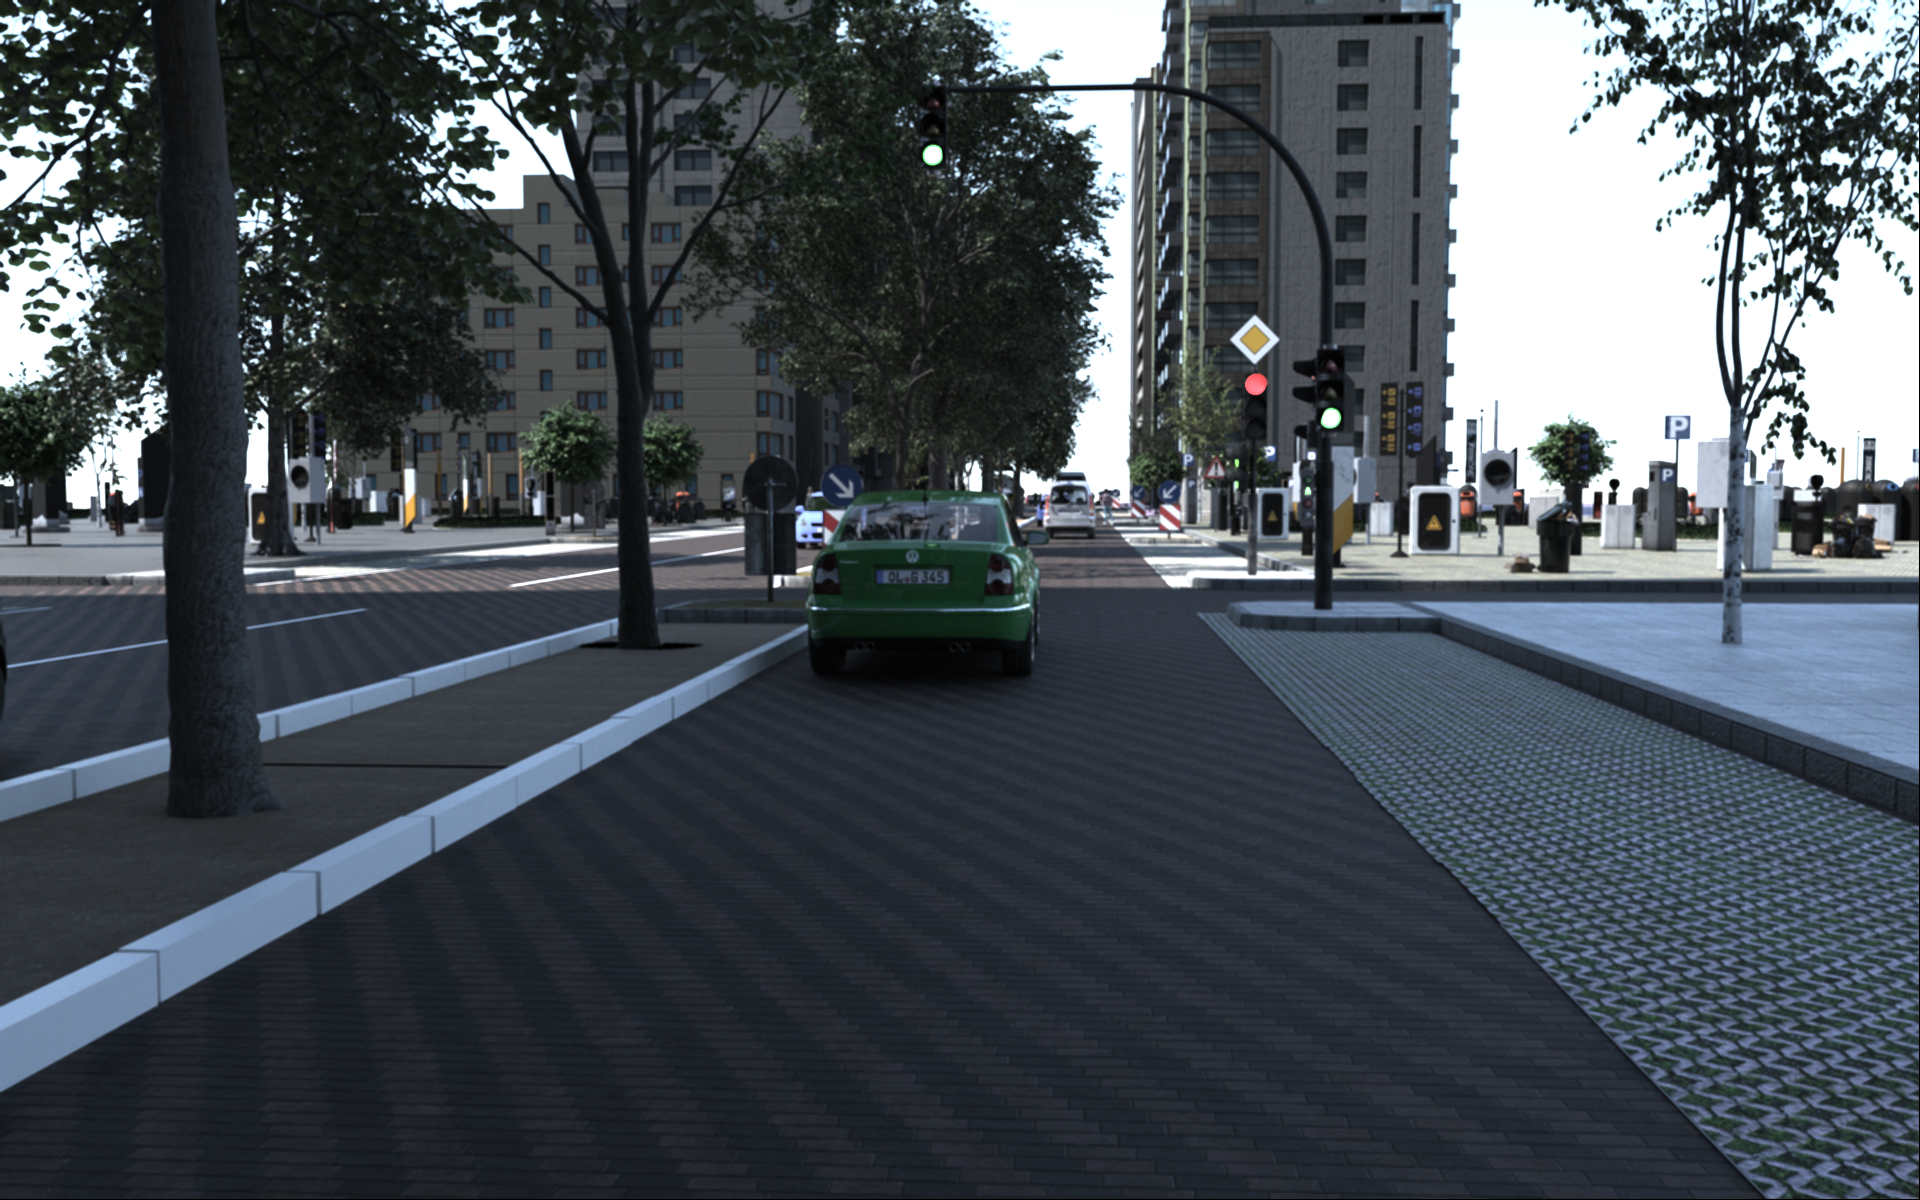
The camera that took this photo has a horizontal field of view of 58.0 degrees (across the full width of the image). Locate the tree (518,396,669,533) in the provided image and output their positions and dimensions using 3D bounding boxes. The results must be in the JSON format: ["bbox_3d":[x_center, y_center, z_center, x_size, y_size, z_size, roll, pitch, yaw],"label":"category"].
[{"bbox_3d":[-12.873,-4.522,57.656,4.285,4.588,4.351,0,3,0],"label":"tree"}]

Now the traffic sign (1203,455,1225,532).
[{"bbox_3d":[8.597,-3.556,58.138,0.884,2.594,0.081,0,4,7],"label":"traffic sign"}]

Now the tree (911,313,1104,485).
[{"bbox_3d":[2.035,-10.678,87.406,12.009,13.543,11.850,0,3,0],"label":"tree"}]

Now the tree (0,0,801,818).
[{"bbox_3d":[-3.270,-5.286,7.004,7.486,12.596,7.792,0,3,0],"label":"tree"}]

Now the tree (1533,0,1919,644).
[{"bbox_3d":[6.871,-3.927,14.569,4.360,8.622,3.978,0,3,0],"label":"tree"}]

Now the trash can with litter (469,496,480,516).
[{"bbox_3d":[-23.092,-4.299,81.344,2.233,1.210,1.678,1,4,14],"label":"trash can with litter"}]

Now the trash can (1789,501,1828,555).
[{"bbox_3d":[17.812,-1.513,36.395,0.748,1.137,0.748,0,3,0],"label":"trash can"}]

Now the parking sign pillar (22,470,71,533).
[{"bbox_3d":[-30.658,-4.252,57.993,1.447,3.967,1.447,3,5,44],"label":"parking sign pillar"}]

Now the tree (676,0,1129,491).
[{"bbox_3d":[-1.225,-5.790,31.528,8.767,10.594,7.601,0,4,4],"label":"tree"}]

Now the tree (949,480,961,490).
[{"bbox_3d":[-1.316,-13.899,221.851,1.663,3.219,1.824,0,3,0],"label":"tree"}]

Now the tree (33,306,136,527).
[{"bbox_3d":[-33.607,-7.140,67.105,4.737,8.622,4.395,0,3,0],"label":"tree"}]

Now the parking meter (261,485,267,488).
[{"bbox_3d":[-42.204,-6.080,105.113,0.399,1.863,0.255,-1,4,-21],"label":"parking meter"}]

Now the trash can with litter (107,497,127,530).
[{"bbox_3d":[-30.174,-3.097,62.023,0.624,1.170,1.055,-2,4,-26],"label":"trash can with litter"}]

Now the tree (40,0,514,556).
[{"bbox_3d":[-14.158,-7.270,35.872,9.611,12.733,9.660,0,3,0],"label":"tree"}]

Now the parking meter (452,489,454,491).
[{"bbox_3d":[-26.402,-5.038,90.779,0.372,1.533,0.369,0,3,0],"label":"parking meter"}]

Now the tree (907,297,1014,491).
[{"bbox_3d":[-0.039,-5.904,49.353,4.360,8.622,3.978,0,3,0],"label":"tree"}]

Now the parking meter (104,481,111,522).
[{"bbox_3d":[-39.053,-4.505,79.366,0.255,1.863,0.399,-2,4,-26],"label":"parking meter"}]

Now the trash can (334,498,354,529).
[{"bbox_3d":[-22.541,-3.161,63.329,0.748,1.137,0.748,0,3,0],"label":"trash can"}]

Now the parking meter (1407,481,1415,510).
[{"bbox_3d":[19.753,-4.295,75.936,0.255,1.863,0.399,0,4,-4],"label":"parking meter"}]

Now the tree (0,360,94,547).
[{"bbox_3d":[-22.979,-3.604,42.638,4.285,4.588,4.351,0,3,0],"label":"tree"}]

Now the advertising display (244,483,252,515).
[{"bbox_3d":[-40.776,-5.743,99.112,0.123,1.923,0.974,0,4,5],"label":"advertising display"}]

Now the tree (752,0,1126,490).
[{"bbox_3d":[-0.469,-8.109,41.697,9.857,13.997,8.962,0,3,0],"label":"tree"}]

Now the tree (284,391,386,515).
[{"bbox_3d":[-26.239,-7.594,74.532,4.360,8.622,3.978,0,3,0],"label":"tree"}]

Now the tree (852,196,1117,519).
[{"bbox_3d":[0.991,-8.872,64.517,9.611,12.733,9.660,0,3,0],"label":"tree"}]

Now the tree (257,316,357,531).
[{"bbox_3d":[-22.558,-6.695,59.829,4.737,8.622,4.395,0,3,0],"label":"tree"}]

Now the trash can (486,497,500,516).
[{"bbox_3d":[-23.856,-4.702,88.539,0.748,1.137,0.748,0,3,0],"label":"trash can"}]

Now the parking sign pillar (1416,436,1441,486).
[{"bbox_3d":[21.912,-5.663,81.059,1.447,3.967,1.447,-1,4,-22],"label":"parking sign pillar"}]

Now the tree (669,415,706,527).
[{"bbox_3d":[-11.695,-5.185,68.482,4.285,4.588,4.351,0,3,0],"label":"tree"}]

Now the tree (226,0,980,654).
[{"bbox_3d":[-3.081,-5.359,15.831,9.928,11.665,9.643,0,3,0],"label":"tree"}]

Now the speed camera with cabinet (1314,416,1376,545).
[{"bbox_3d":[9.875,-3.066,44.467,0.660,3.252,2.038,-1,4,-19],"label":"speed camera with cabinet"}]

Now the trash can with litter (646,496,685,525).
[{"bbox_3d":[-12.565,-3.743,72.248,2.233,1.210,1.678,-1,4,-16],"label":"trash can with litter"}]

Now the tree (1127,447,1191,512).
[{"bbox_3d":[13.474,-8.486,122.467,4.285,4.588,4.351,0,3,0],"label":"tree"}]

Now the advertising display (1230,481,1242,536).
[{"bbox_3d":[8.553,-2.965,53.684,0.123,1.923,0.974,2,4,25],"label":"advertising display"}]

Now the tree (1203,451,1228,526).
[{"bbox_3d":[10.574,-4.650,70.626,1.663,3.219,1.824,0,3,0],"label":"tree"}]

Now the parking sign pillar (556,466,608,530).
[{"bbox_3d":[-13.935,-4.550,62.871,1.447,3.967,1.447,3,4,39],"label":"parking sign pillar"}]

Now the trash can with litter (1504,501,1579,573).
[{"bbox_3d":[9.462,-1.028,28.196,1.055,1.170,0.624,0,4,2],"label":"trash can with litter"}]

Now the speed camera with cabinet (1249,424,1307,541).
[{"bbox_3d":[9.089,-3.298,48.260,2.038,3.252,0.660,-1,4,-18],"label":"speed camera with cabinet"}]

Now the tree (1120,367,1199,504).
[{"bbox_3d":[11.398,-8.992,97.376,4.360,8.622,3.978,0,3,0],"label":"tree"}]

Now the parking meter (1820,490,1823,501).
[{"bbox_3d":[44.131,-4.933,89.066,0.372,1.533,0.369,0,3,0],"label":"parking meter"}]

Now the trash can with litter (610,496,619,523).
[{"bbox_3d":[-15.665,-4.014,76.688,2.233,1.210,1.678,-3,5,-40],"label":"trash can with litter"}]

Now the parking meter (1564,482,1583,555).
[{"bbox_3d":[12.917,-1.718,36.498,0.372,1.533,0.369,0,3,0],"label":"parking meter"}]

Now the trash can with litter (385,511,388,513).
[{"bbox_3d":[-31.500,-5.174,95.986,1.055,1.170,0.624,-3,5,-39],"label":"trash can with litter"}]

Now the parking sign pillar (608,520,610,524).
[{"bbox_3d":[-15.777,-5.252,74.336,1.447,3.967,1.447,0,4,4],"label":"parking sign pillar"}]

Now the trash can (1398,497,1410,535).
[{"bbox_3d":[14.107,-2.615,54.412,0.748,1.137,0.748,0,3,0],"label":"trash can"}]

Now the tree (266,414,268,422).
[{"bbox_3d":[-36.102,-8.811,94.415,4.360,8.622,3.978,0,3,0],"label":"tree"}]

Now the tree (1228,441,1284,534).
[{"bbox_3d":[9.734,-3.788,56.531,1.663,3.219,1.824,0,3,0],"label":"tree"}]

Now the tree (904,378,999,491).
[{"bbox_3d":[0.207,-6.284,55.556,4.737,8.622,4.395,0,3,0],"label":"tree"}]

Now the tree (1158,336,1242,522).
[{"bbox_3d":[11.167,-7.948,80.318,4.737,8.622,4.395,0,3,0],"label":"tree"}]

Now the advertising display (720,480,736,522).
[{"bbox_3d":[-10.744,-4.590,80.260,0.123,1.923,0.974,2,4,31],"label":"advertising display"}]

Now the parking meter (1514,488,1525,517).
[{"bbox_3d":[23.738,-3.975,73.406,0.372,1.533,0.369,0,3,0],"label":"parking meter"}]

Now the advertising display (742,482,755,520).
[{"bbox_3d":[-10.415,-4.908,85.463,0.123,1.923,0.974,2,4,27],"label":"advertising display"}]

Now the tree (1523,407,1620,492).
[{"bbox_3d":[23.165,-5.026,65.893,4.285,4.588,4.351,0,3,0],"label":"tree"}]

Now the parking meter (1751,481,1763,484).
[{"bbox_3d":[14.934,-1.486,32.706,0.372,1.533,0.369,0,3,0],"label":"parking meter"}]

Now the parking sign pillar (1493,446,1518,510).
[{"bbox_3d":[30.728,-6.674,97.588,1.447,3.967,1.447,-1,4,-18],"label":"parking sign pillar"}]

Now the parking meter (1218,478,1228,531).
[{"bbox_3d":[9.262,-3.384,61.042,0.255,1.863,0.399,0,4,-5],"label":"parking meter"}]

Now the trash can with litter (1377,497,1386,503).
[{"bbox_3d":[14.874,-2.961,59.800,1.055,1.170,0.624,0,4,7],"label":"trash can with litter"}]

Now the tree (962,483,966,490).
[{"bbox_3d":[0.442,-15.330,245.239,1.663,3.219,1.824,0,3,0],"label":"tree"}]

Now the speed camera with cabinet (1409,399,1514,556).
[{"bbox_3d":[10.480,-2.560,36.185,2.038,3.252,0.660,1,4,11],"label":"speed camera with cabinet"}]

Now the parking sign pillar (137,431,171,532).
[{"bbox_3d":[-27.341,-4.320,59.106,1.447,3.967,1.447,3,4,38],"label":"parking sign pillar"}]
